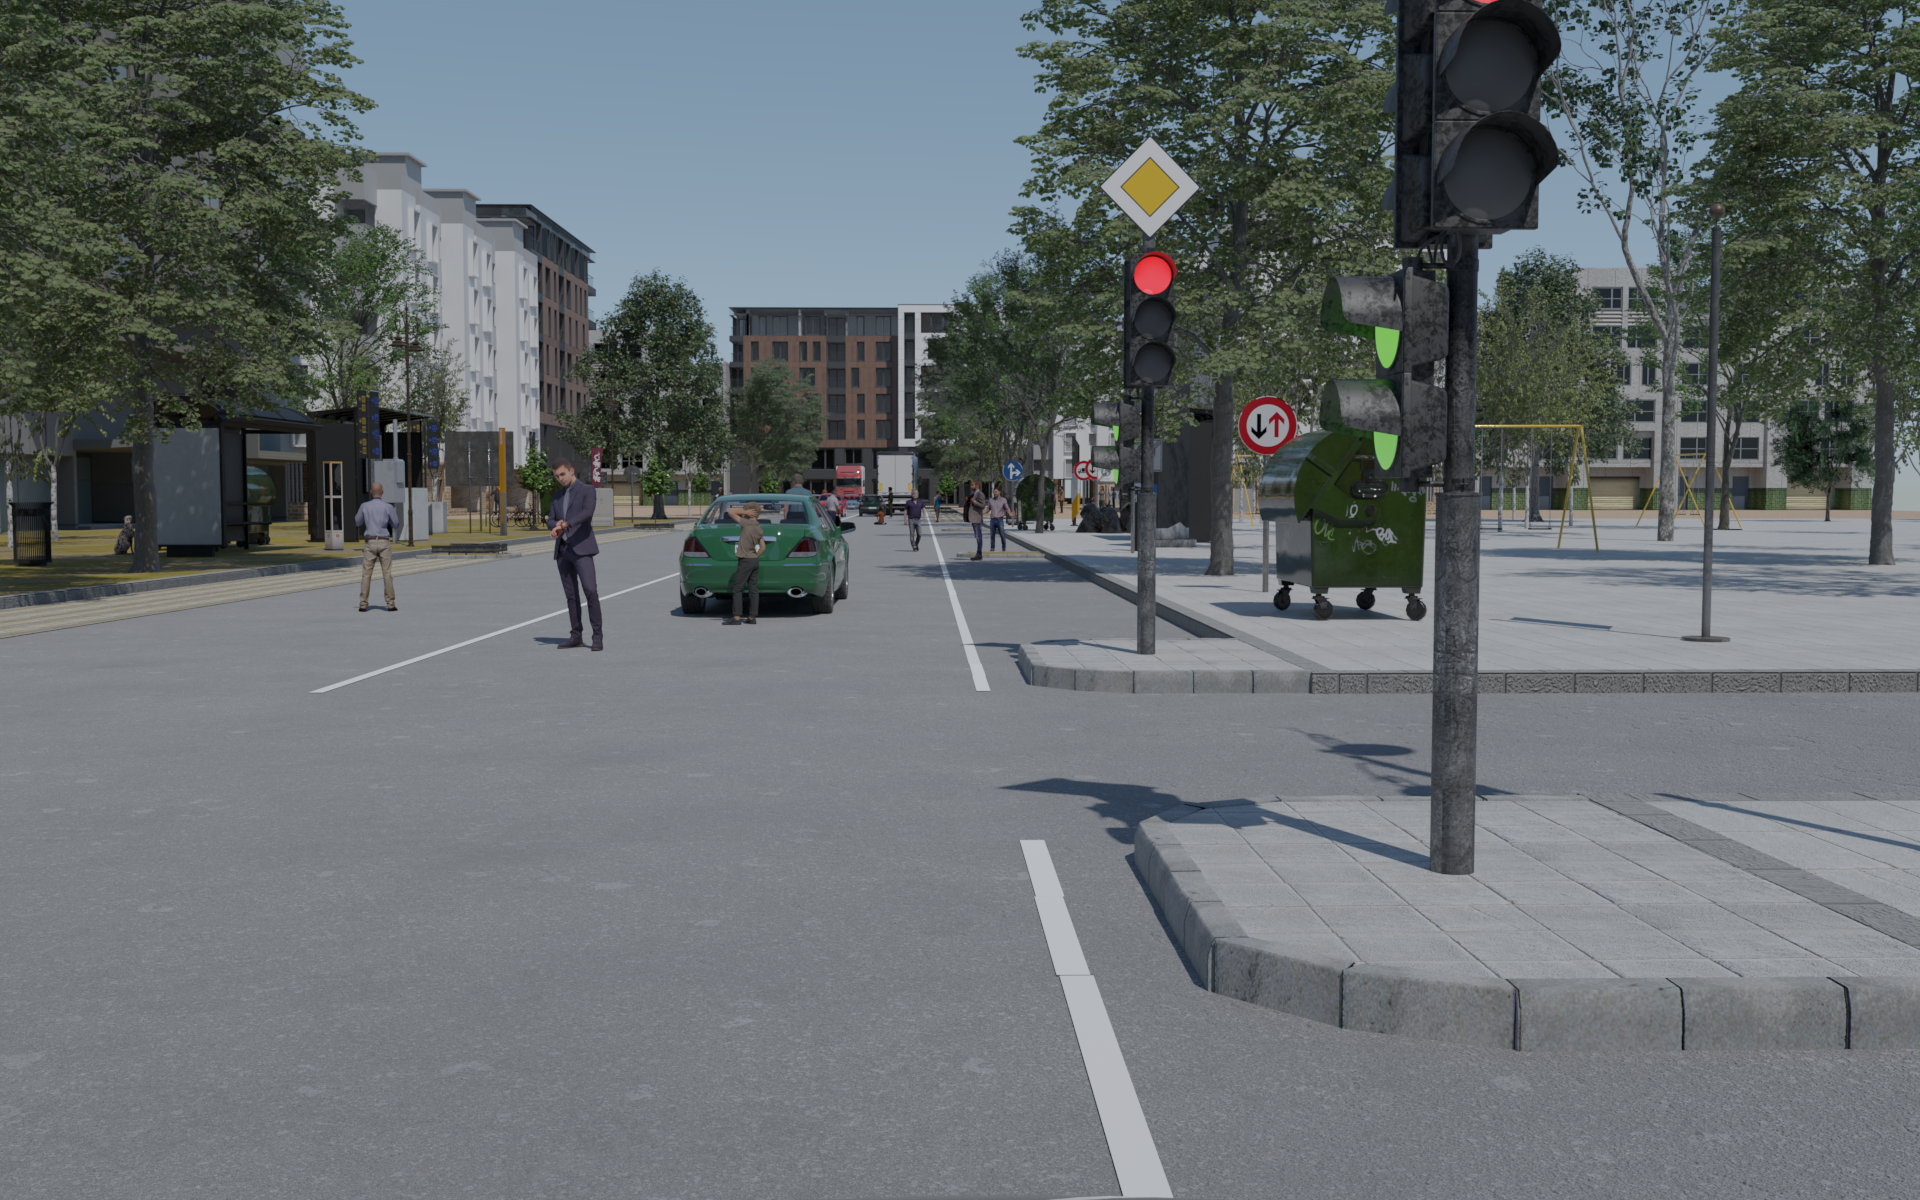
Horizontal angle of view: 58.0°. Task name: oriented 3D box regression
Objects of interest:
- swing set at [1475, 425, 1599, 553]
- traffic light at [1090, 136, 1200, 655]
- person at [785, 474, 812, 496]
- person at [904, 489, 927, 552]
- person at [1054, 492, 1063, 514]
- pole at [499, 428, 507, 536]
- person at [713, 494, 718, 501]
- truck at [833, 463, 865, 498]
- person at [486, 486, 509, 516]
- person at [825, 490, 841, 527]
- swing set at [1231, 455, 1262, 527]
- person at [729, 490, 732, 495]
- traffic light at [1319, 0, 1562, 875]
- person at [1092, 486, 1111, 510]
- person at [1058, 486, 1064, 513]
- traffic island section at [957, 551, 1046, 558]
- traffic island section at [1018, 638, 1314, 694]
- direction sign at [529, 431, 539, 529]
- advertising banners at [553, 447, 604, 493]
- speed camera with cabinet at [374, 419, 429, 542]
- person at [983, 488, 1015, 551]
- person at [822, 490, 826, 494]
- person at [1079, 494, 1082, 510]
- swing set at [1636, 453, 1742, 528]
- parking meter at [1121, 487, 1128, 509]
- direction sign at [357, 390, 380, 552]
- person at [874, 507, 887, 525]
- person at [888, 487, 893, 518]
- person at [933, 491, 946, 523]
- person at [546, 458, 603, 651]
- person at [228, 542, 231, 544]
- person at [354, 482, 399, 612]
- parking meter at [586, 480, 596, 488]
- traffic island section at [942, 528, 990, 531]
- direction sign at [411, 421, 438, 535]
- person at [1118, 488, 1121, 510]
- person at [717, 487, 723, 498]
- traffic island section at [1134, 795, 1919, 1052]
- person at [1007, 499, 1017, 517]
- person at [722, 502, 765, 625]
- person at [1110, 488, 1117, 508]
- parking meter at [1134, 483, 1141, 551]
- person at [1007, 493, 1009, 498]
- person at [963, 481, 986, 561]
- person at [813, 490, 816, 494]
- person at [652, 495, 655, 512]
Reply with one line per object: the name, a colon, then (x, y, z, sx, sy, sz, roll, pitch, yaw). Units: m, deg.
swing set: (12.735, -2.549, 39.294, 3.119, 2.851, 2.862, 0, 4, 2)
traffic light: (1.473, -1.520, 13.768, 0.839, 4.253, 0.868, 0, 4, -1)
person: (-2.992, -1.458, 32.459, 0.598, 1.807, 0.434, 0, 4, 7)
person: (-1.062, -1.980, 43.075, 0.569, 1.553, 0.471, 1, 4, 22)
person: (5.999, -6.372, 110.904, 1.217, 1.739, 0.721, -1, 4, -11)
pole: (-14.035, -3.628, 53.166, 0.158, 3.312, 0.155, 0, 3, 0)
person: (-21.387, -8.791, 152.957, 0.799, 1.438, 0.628, -3, 5, -41)
truck: (-10.169, -10.501, 160.606, 2.839, 4.237, 11.283, 0, 4, -2)
person: (-27.557, -5.944, 103.250, 1.348, 1.821, 0.705, -1, 4, -16)
person: (-3.645, -2.371, 49.474, 0.590, 1.554, 0.614, -3, 4, -38)
swing set: (12.345, -4.426, 69.985, 3.119, 2.851, 2.862, -1, 4, -19)
person: (-22.499, -9.861, 169.716, 0.705, 1.826, 1.348, 0, 4, 8)
traffic light: (1.657, -1.031, 5.785, 0.839, 4.253, 0.868, 0, 4, -1)
person: (7.614, -5.301, 93.437, 1.217, 1.735, 0.721, 3, 4, 37)
person: (6.739, -6.696, 115.624, 0.705, 1.812, 1.348, 1, 4, 9)
traffic island section: (0.922, -1.031, 39.721, 1.991, 0.108, 1.994, 0, 4, -1)
traffic island section: (1.513, 0.514, 13.883, 2.009, 0.180, 2.903, 0, 4, -1)
direction sign: (-15.508, -4.336, 62.894, 0.379, 3.537, 0.876, 0, 4, -1)
advertising banners: (-14.227, -4.191, 64.718, 2.074, 3.025, 0.090, -3, 5, -40)
speed camera with cabinet: (-15.064, -3.203, 46.705, 0.660, 3.252, 2.038, 0, 4, 8)
person: (0.867, -1.875, 41.117, 0.963, 1.587, 0.435, 1, 4, 11)
person: (-9.566, -6.971, 123.188, 1.217, 1.743, 0.721, 3, 5, 45)
person: (9.613, -8.094, 139.096, 0.721, 1.743, 1.217, -1, 4, -13)
swing set: (28.288, -4.266, 67.377, 2.862, 2.851, 3.119, 0, 4, -4)
parking meter: (5.724, -3.336, 60.257, 0.255, 1.863, 0.399, 0, 4, 4)
direction sign: (-12.985, -2.818, 38.076, 0.379, 3.537, 0.876, 1, 4, 11)
person: (-3.800, -3.913, 80.764, 0.655, 0.850, 0.859, 2, 4, 35)
person: (-4.136, -5.747, 102.098, 0.705, 1.869, 1.348, 0, 4, -3)
person: (-1.090, -4.695, 87.126, 0.647, 1.594, 0.662, -3, 5, -44)
person: (-3.578, -0.428, 15.943, 0.683, 1.767, 0.568, 2, 4, 24)
person: (-18.994, -2.314, 44.547, 0.551, 1.740, 0.621, 2, 4, 30)
person: (-7.120, -0.646, 21.132, 0.516, 1.574, 0.319, -1, 4, -9)
parking meter: (-14.920, -3.934, 70.030, 0.399, 1.863, 0.255, 3, 5, 42)
traffic island section: (0.279, -2.721, 67.358, 1.991, 0.108, 1.994, 0, 4, -1)
direction sign: (-16.623, -3.784, 53.865, 0.379, 3.537, 0.876, 3, 5, 42)
person: (12.596, -7.823, 134.671, 0.721, 1.735, 1.217, -1, 4, -21)
person: (-16.773, -6.968, 120.490, 0.721, 1.766, 1.217, 0, 4, -1)
traffic island section: (1.697, 1.002, 5.900, 2.009, 0.180, 2.903, 0, 4, -1)
person: (3.092, -5.529, 97.234, 0.721, 1.735, 1.217, -3, 5, -40)
person: (-2.379, -0.405, 19.037, 0.340, 1.345, 0.435, 2, 4, 24)
person: (14.212, -9.450, 160.542, 0.705, 1.826, 1.348, 2, 4, 33)
parking meter: (4.079, -1.863, 38.878, 0.372, 1.533, 0.369, 0, 3, 0)
person: (3.146, -6.006, 107.473, 0.421, 1.427, 0.697, -1, 4, -12)
person: (0.302, -1.713, 37.321, 0.431, 1.722, 0.655, -1, 4, -9)
person: (-13.140, -9.002, 155.689, 0.705, 1.822, 1.348, 0, 4, -8)
person: (-18.012, -5.870, 102.739, 0.721, 1.735, 1.217, 1, 4, 17)
